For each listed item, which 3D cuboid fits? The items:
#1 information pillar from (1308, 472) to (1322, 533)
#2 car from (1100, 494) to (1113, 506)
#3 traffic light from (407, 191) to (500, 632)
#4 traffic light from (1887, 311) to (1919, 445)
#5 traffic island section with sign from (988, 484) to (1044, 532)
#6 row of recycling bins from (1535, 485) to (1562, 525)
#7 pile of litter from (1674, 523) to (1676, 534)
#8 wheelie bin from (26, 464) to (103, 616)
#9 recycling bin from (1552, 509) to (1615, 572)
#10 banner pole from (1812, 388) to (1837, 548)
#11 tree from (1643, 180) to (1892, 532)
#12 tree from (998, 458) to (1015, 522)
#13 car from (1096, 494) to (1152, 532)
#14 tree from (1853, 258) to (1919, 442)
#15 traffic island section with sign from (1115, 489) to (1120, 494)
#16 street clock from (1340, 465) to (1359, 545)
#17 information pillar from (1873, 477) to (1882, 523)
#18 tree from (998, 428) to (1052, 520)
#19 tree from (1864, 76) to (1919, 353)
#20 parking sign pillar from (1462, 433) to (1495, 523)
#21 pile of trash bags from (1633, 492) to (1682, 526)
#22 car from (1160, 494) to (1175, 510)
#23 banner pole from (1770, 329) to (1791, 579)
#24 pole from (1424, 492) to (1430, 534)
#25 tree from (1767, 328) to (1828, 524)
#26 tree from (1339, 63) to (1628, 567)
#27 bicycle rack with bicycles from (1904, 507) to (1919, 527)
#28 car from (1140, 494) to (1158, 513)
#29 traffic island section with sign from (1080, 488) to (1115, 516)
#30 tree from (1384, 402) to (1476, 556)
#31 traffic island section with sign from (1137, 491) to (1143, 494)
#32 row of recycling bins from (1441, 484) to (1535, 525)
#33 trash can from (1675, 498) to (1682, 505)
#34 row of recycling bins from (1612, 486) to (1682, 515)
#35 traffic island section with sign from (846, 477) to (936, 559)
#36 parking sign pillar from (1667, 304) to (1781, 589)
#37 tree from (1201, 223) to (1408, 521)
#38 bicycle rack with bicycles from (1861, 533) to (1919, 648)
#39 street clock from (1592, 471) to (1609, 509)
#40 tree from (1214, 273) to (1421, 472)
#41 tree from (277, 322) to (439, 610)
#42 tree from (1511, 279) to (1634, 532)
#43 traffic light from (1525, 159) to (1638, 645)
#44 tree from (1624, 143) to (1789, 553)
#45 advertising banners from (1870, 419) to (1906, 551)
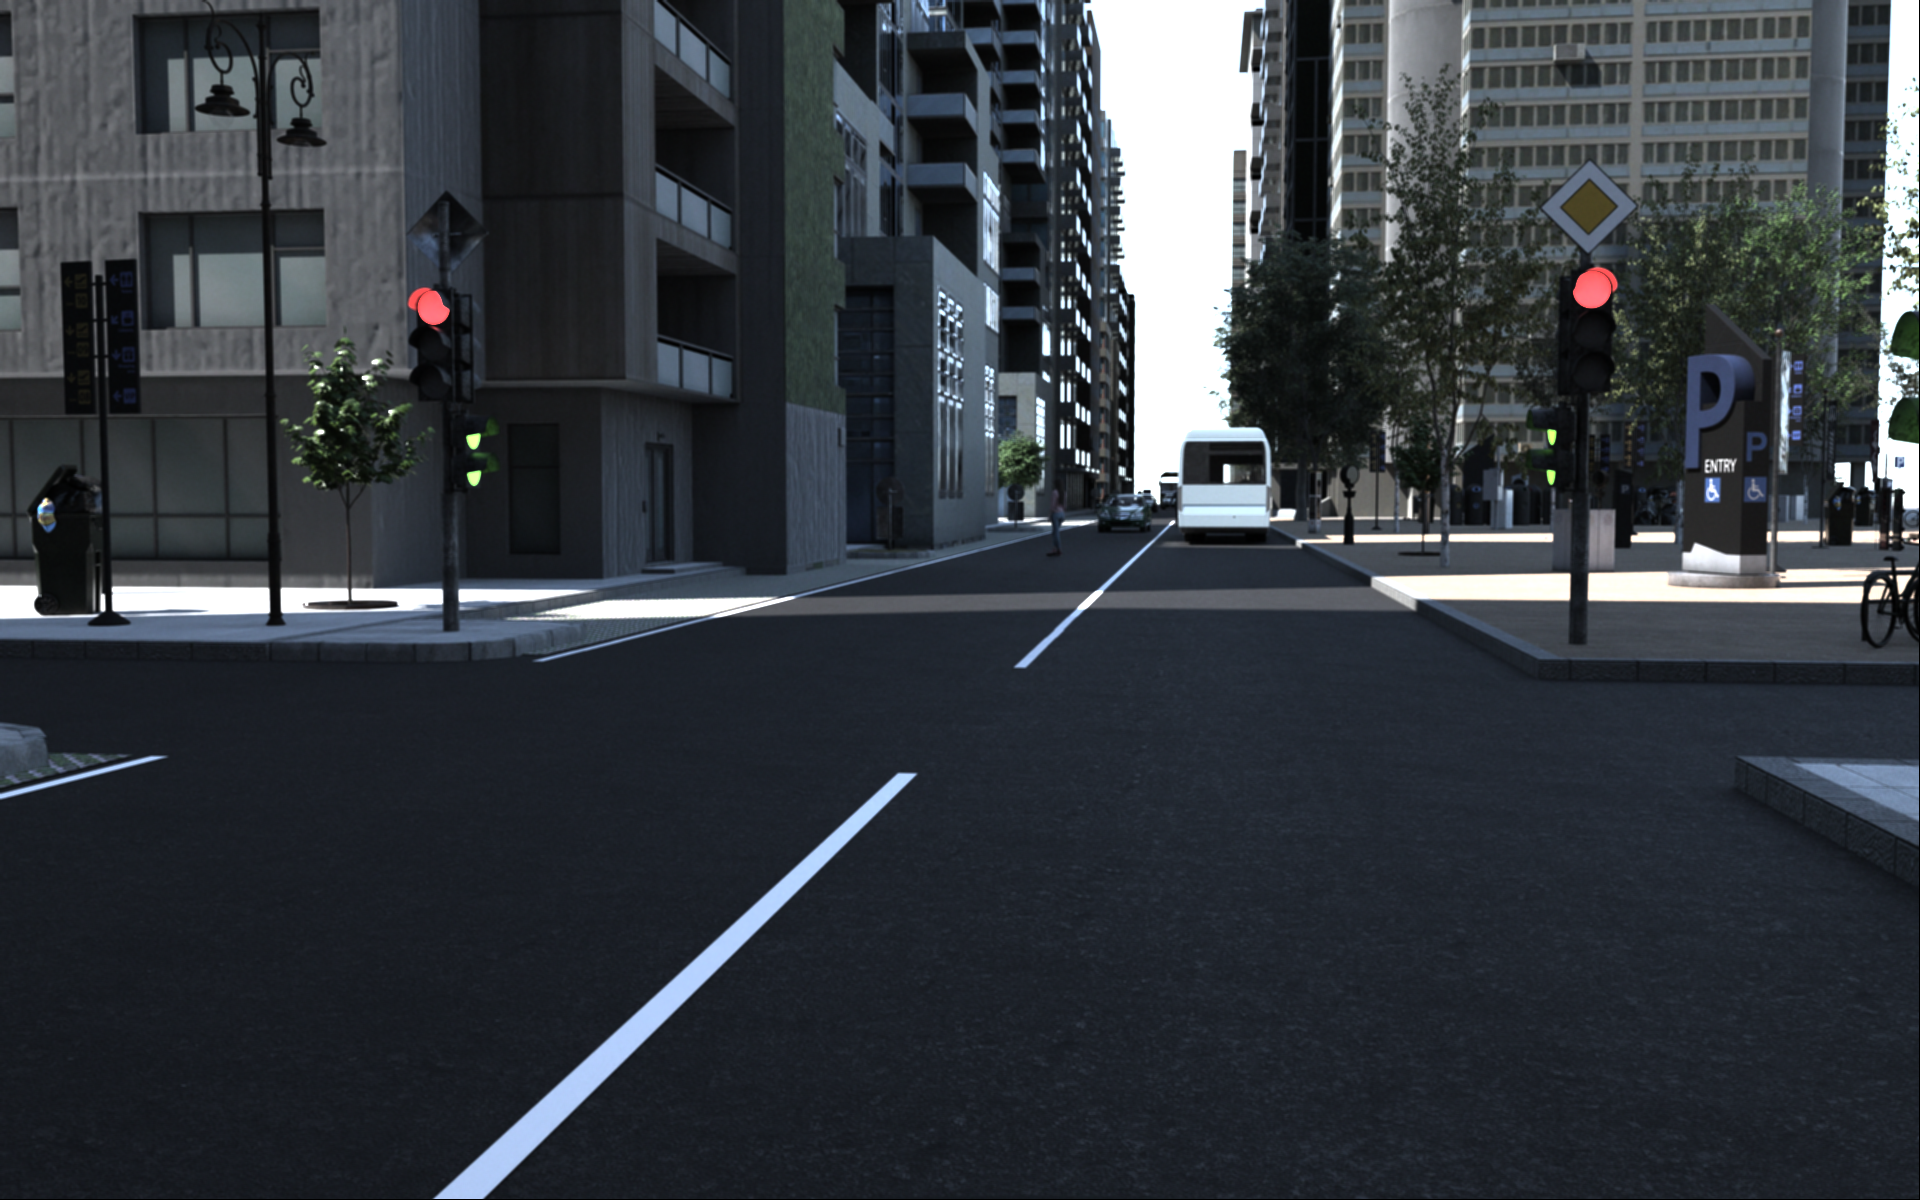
[{"bbox_3d":[11.612,-3.191,56.672,0.304,2.012,0.304,3,5,44],"label":"information pillar"},{"bbox_3d":[11.522,-7.410,130.941,2.009,1.686,4.222,0,4,6],"label":"car"},{"bbox_3d":[-4.745,-1.662,16.093,0.839,4.253,0.868,0,4,8],"label":"traffic light"},{"bbox_3d":[4.162,-1.094,6.802,0.839,4.253,0.868,0,4,8],"label":"traffic light"},{"bbox_3d":[2.141,-3.485,65.612,1.989,1.847,2.006,0,4,8],"label":"traffic island section with sign"},{"bbox_3d":[23.826,-4.072,73.688,3.534,1.692,1.069,2,4,34],"label":"row of recycling bins"},{"bbox_3d":[22.986,-2.466,54.278,1.719,0.858,1.176,-3,5,-42],"label":"pile of litter"},{"bbox_3d":[-9.523,-0.651,18.545,0.693,1.594,0.980,-1,4,-14],"label":"wheelie bin"},{"bbox_3d":[10.345,-0.990,28.734,0.722,1.027,0.722,-1,4,-19],"label":"recycling bin"},{"bbox_3d":[20.437,-3.105,40.788,0.401,3.779,0.863,0,4,3],"label":"banner pole"},{"bbox_3d":[27.263,-8.139,58.821,9.928,11.665,9.643,0,3,0],"label":"tree"},{"bbox_3d":[1.446,-5.293,81.142,1.663,3.219,1.824,0,3,0],"label":"tree"},{"bbox_3d":[6.344,-3.343,66.460,2.131,1.459,4.920,1,4,10],"label":"car"},{"bbox_3d":[28.686,-6.160,51.086,4.360,8.622,3.978,0,3,0],"label":"tree"},{"bbox_3d":[12.773,-8.126,141.483,1.989,1.847,2.006,0,4,8],"label":"traffic island section with sign"},{"bbox_3d":[9.876,-2.408,43.945,0.471,2.002,0.358,-2,4,-35],"label":"street clock"},{"bbox_3d":[40.095,-4.356,75.706,0.304,2.012,0.304,2,4,32],"label":"information pillar"},{"bbox_3d":[2.965,-6.300,86.715,4.285,4.588,4.351,0,3,0],"label":"tree"},{"bbox_3d":[16.780,-4.774,28.418,4.737,8.622,4.395,0,3,0],"label":"tree"},{"bbox_3d":[23.020,-5.410,76.925,1.447,3.967,1.447,0,4,5],"label":"parking sign pillar"},{"bbox_3d":[29.153,-3.790,71.714,1.912,1.369,3.447,3,4,38],"label":"pile of trash bags"},{"bbox_3d":[19.745,-9.145,161.314,2.131,1.459,4.920,1,4,10],"label":"car"},{"bbox_3d":[12.563,-2.233,26.525,0.401,3.779,0.863,3,5,41],"label":"banner pole"},{"bbox_3d":[14.878,-3.752,55.190,0.158,3.312,0.155,0,3,0],"label":"pole"},{"bbox_3d":[35.766,-7.504,73.056,4.360,8.622,3.978,0,3,0],"label":"tree"},{"bbox_3d":[8.523,-4.865,29.912,4.737,8.622,4.395,0,3,0],"label":"tree"},{"bbox_3d":[38.701,-3.317,67.610,2.925,0.926,2.852,3,4,38],"label":"bicycle rack with bicycles"},{"bbox_3d":[14.564,-7.706,135.781,2.009,1.686,4.222,1,4,10],"label":"car"},{"bbox_3d":[9.023,-6.491,114.758,1.989,1.847,2.006,0,4,8],"label":"traffic island section with sign"},{"bbox_3d":[9.692,-2.562,36.487,1.663,3.219,1.824,0,3,0],"label":"tree"},{"bbox_3d":[24.144,-13.087,222.600,1.989,1.847,2.006,0,4,8],"label":"traffic island section with sign"},{"bbox_3d":[21.652,-3.935,71.448,3.534,1.692,1.069,0,4,6],"label":"row of recycling bins"},{"bbox_3d":[26.625,-3.178,63.613,0.748,1.137,0.748,0,3,0],"label":"trash can"},{"bbox_3d":[34.056,-4.822,85.952,3.534,1.692,1.069,-1,4,-9],"label":"row of recycling bins"},{"bbox_3d":[-1.602,-1.853,38.917,1.989,1.847,2.006,0,4,8],"label":"traffic island section with sign"},{"bbox_3d":[10.609,-2.171,23.967,1.447,3.967,1.447,-1,4,-11],"label":"parking sign pillar"},{"bbox_3d":[16.432,-10.753,82.465,9.857,13.997,8.962,0,3,0],"label":"tree"},{"bbox_3d":[8.818,-0.075,14.616,2.925,0.926,2.852,-1,4,-17],"label":"bicycle rack with bicycles"},{"bbox_3d":[19.725,-2.985,53.370,0.358,2.002,0.471,-2,4,-31],"label":"street clock"},{"bbox_3d":[14.996,-8.439,72.391,8.767,10.594,7.601,0,4,3],"label":"tree"},{"bbox_3d":[-6.968,-1.518,19.427,1.663,3.219,1.824,0,3,0],"label":"tree"},{"bbox_3d":[20.311,-6.623,58.645,4.360,8.622,3.978,0,3,0],"label":"tree"},{"bbox_3d":[5.271,-1.577,14.710,0.839,4.253,0.868,0,4,8],"label":"traffic light"},{"bbox_3d":[15.971,-5.322,37.378,4.737,8.622,4.395,0,3,0],"label":"tree"},{"bbox_3d":[21.339,-2.673,39.891,0.090,3.025,2.074,0,4,8],"label":"advertising banners"}]
